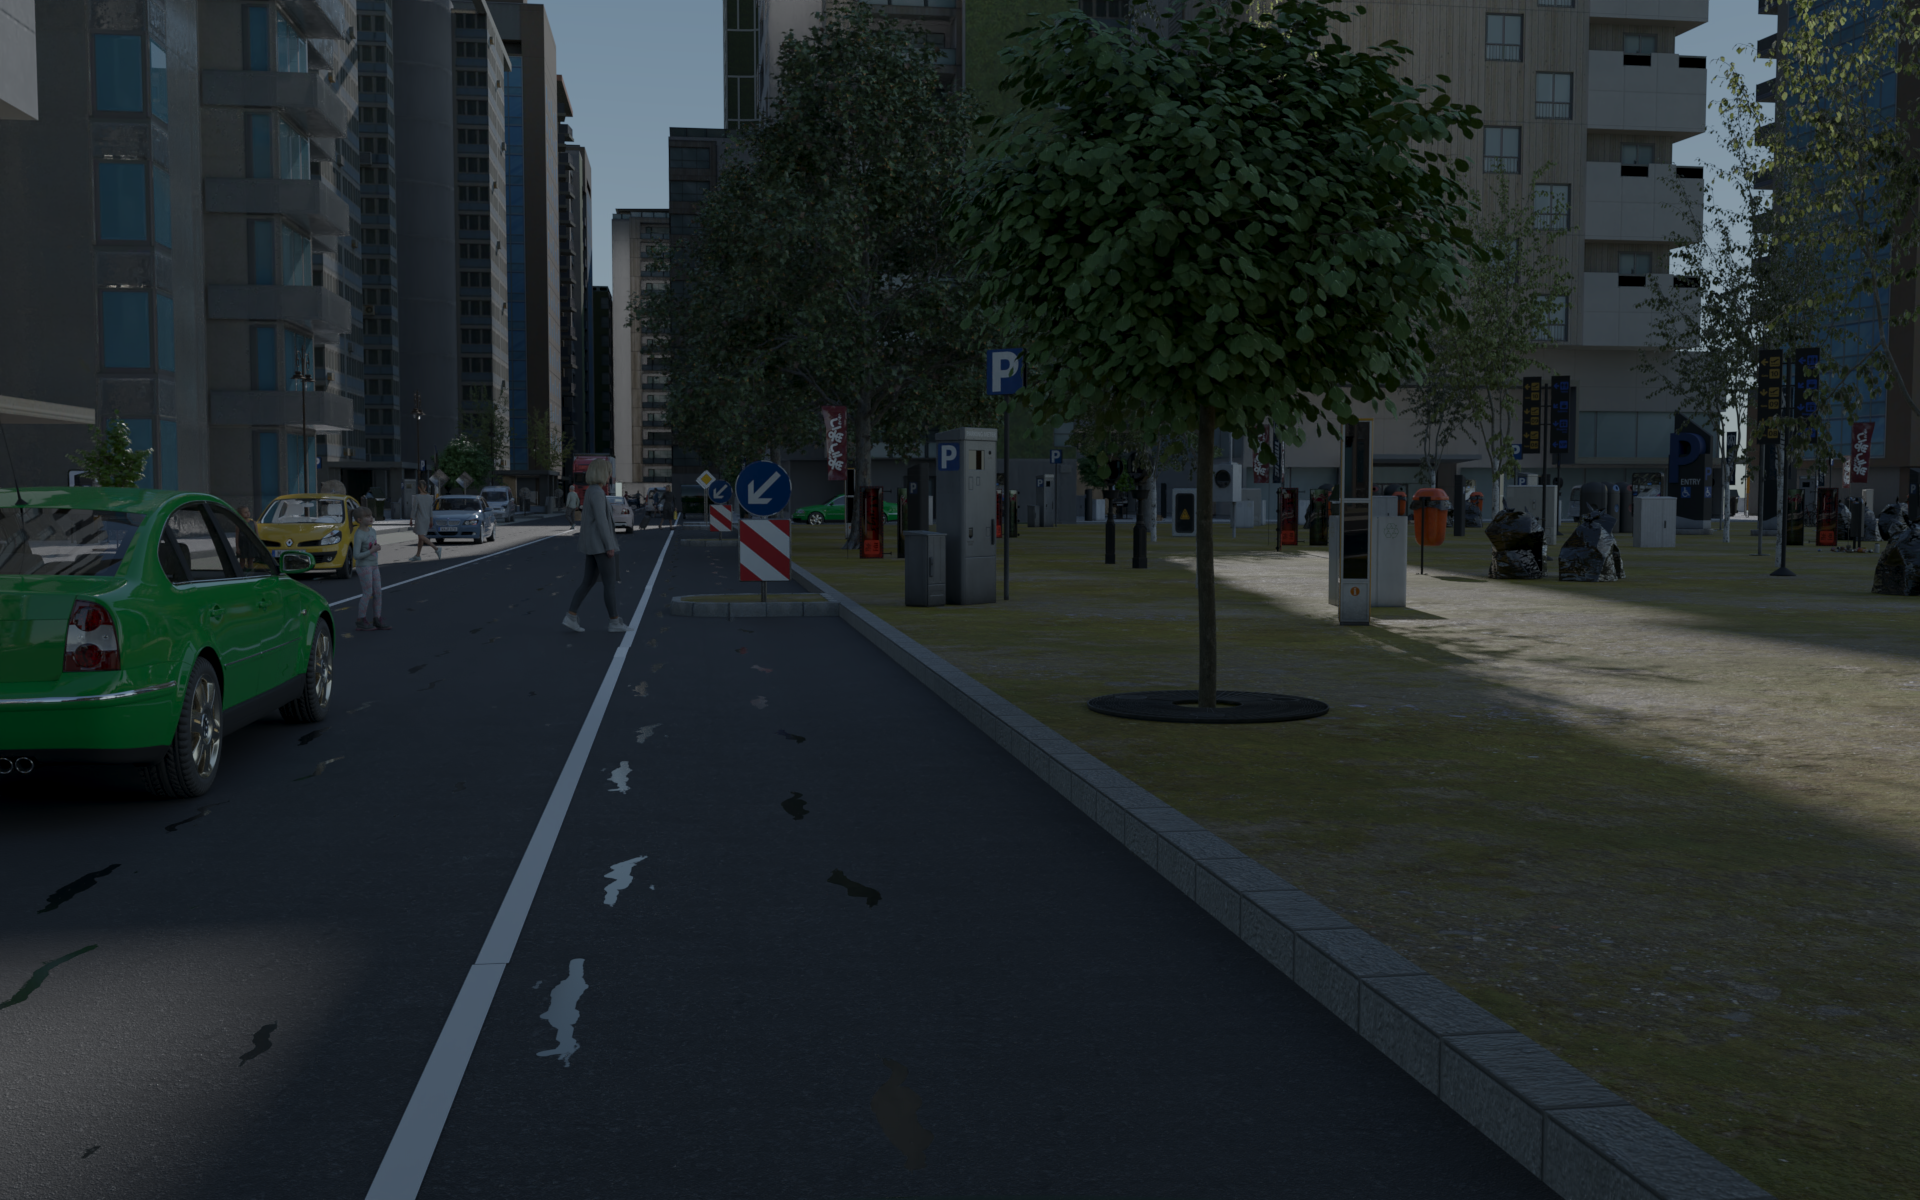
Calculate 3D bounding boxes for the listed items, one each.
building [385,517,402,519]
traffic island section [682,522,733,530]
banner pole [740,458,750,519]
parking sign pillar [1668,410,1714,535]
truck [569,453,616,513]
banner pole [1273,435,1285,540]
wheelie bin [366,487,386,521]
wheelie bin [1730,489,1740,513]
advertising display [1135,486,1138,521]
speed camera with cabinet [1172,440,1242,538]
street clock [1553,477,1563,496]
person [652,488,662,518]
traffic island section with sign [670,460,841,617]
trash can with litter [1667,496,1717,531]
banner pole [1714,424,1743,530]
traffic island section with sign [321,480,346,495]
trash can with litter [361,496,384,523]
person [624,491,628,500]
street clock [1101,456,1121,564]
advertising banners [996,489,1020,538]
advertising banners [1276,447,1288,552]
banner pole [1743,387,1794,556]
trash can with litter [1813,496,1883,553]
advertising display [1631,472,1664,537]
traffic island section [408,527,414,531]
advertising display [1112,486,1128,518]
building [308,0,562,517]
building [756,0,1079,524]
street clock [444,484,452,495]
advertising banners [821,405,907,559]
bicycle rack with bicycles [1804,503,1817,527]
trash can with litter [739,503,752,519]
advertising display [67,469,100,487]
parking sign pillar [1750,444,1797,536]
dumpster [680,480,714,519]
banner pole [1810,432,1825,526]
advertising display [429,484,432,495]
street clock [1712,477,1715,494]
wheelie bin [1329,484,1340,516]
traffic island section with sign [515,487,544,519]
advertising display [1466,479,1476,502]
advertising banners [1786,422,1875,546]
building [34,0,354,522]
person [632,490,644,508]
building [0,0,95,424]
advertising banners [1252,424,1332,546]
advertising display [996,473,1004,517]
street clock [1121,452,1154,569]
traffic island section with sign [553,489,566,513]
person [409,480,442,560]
[{"bbox_3d":[-46.401,-24.585,93.851,32.217,40.220,23.993,-1,4,-9],"label":"building"},{"bbox_3d":[-10.285,-2.950,70.517,2.009,0.180,2.903,-1,4,-9],"label":"traffic island section"},{"bbox_3d":[-10.188,-5.651,82.403,0.863,3.779,0.401,3,5,44],"label":"banner pole"},{"bbox_3d":[23.081,-4.054,54.752,1.447,3.967,1.447,-2,4,-33],"label":"parking sign pillar"},{"bbox_3d":[-25.547,-8.081,121.037,2.839,4.237,11.283,-1,4,-9],"label":"truck"},{"bbox_3d":[9.029,-3.602,48.912,0.401,3.779,0.863,-1,4,-19],"label":"banner pole"},{"bbox_3d":[-27.930,-4.575,82.703,0.693,1.594,0.980,2,4,30],"label":"wheelie bin"},{"bbox_3d":[51.213,-6.548,114.963,0.980,1.594,0.693,0,4,1],"label":"wheelie bin"},{"bbox_3d":[7.068,-3.864,68.386,0.123,1.923,0.974,0,4,-5],"label":"advertising display"},{"bbox_3d":[7.295,-3.482,51.272,2.038,3.252,0.660,3,4,37],"label":"speed camera with cabinet"},{"bbox_3d":[25.765,-4.288,74.674,0.358,2.002,0.471,-1,4,-13],"label":"street clock"},{"bbox_3d":[-18.243,-5.855,104.255,0.654,1.822,0.581,0,4,-8],"label":"person"},{"bbox_3d":[-2.534,-0.766,21.158,1.989,1.847,2.006,-1,4,-9],"label":"traffic island section with sign"},{"bbox_3d":[24.990,-2.993,59.990,2.233,1.210,1.678,2,4,34],"label":"trash can with litter"},{"bbox_3d":[27.043,-4.345,61.065,0.401,3.779,0.863,-1,4,-21],"label":"banner pole"},{"bbox_3d":[-16.859,-2.317,46.503,1.989,1.847,2.006,-1,4,-9],"label":"traffic island section with sign"},{"bbox_3d":[-26.927,-4.119,78.405,1.678,1.210,2.233,-2,4,-29],"label":"trash can with litter"},{"bbox_3d":[-32.800,-9.812,169.648,0.721,1.743,1.217,-3,5,-39],"label":"person"},{"bbox_3d":[2.762,-1.665,31.789,0.471,2.002,0.358,0,4,6],"label":"street clock"},{"bbox_3d":[1.086,-3.307,50.250,0.090,3.025,2.074,3,4,39],"label":"advertising banners"},{"bbox_3d":[7.304,-2.645,39.440,0.090,3.025,2.074,1,4,14],"label":"advertising banners"},{"bbox_3d":[16.812,-2.801,35.816,0.401,3.779,0.863,-2,4,-35],"label":"banner pole"},{"bbox_3d":[19.944,-1.674,38.423,1.678,1.210,2.233,1,4,16],"label":"trash can with litter"},{"bbox_3d":[20.384,-2.823,51.375,0.123,1.923,0.974,-3,4,-36],"label":"advertising display"},{"bbox_3d":[-20.700,-2.851,68.892,2.009,0.180,2.903,-1,4,-9],"label":"traffic island section"},{"bbox_3d":[8.422,-5.272,91.404,0.974,1.923,0.123,-1,4,-21],"label":"advertising display"},{"bbox_3d":[-46.294,-26.563,126.190,32.217,40.220,23.993,-1,4,-9],"label":"building"},{"bbox_3d":[-2.526,-24.481,83.855,14.086,41.232,14.154,-1,4,-9],"label":"building"},{"bbox_3d":[-31.044,-6.149,105.108,0.471,2.002,0.358,2,4,33],"label":"street clock"},{"bbox_3d":[-1.726,-2.331,34.304,2.074,3.025,0.090,-1,4,-16],"label":"advertising banners"},{"bbox_3d":[32.955,-3.323,67.719,2.925,0.926,2.852,0,4,0],"label":"bicycle rack with bicycles"},{"bbox_3d":[-10.415,-4.488,84.760,0.624,1.170,1.055,-2,4,-27],"label":"trash can with litter"},{"bbox_3d":[-22.753,-2.449,45.251,0.974,1.923,0.123,-2,4,-33],"label":"advertising display"},{"bbox_3d":[25.161,-3.964,53.283,1.447,3.967,1.447,-1,4,-10],"label":"parking sign pillar"},{"bbox_3d":[-14.950,-5.744,98.868,1.985,2.255,1.502,-1,4,-9],"label":"dumpster"},{"bbox_3d":[34.409,-4.853,69.363,0.401,3.779,0.863,0,4,-3],"label":"banner pole"},{"bbox_3d":[-35.902,-6.804,116.461,0.974,1.923,0.123,2,4,27],"label":"advertising display"},{"bbox_3d":[31.011,-4.109,71.753,0.471,2.002,0.358,2,4,25],"label":"street clock"},{"bbox_3d":[12.130,-2.875,54.916,0.693,1.594,0.980,-3,5,-44],"label":"wheelie bin"},{"bbox_3d":[-25.553,-5.702,101.862,1.989,1.847,2.006,-1,4,-9],"label":"traffic island section with sign"},{"bbox_3d":[22.300,-4.347,76.292,0.974,1.923,0.123,-2,4,-26],"label":"advertising display"},{"bbox_3d":[21.309,-2.837,42.568,2.074,3.025,0.090,3,5,41],"label":"advertising banners"},{"bbox_3d":[-36.287,-26.596,54.451,30.456,49.044,23.786,-1,4,-9],"label":"building"},{"bbox_3d":[-32.918,-10.314,177.221,1.350,1.814,0.705,-1,4,-18],"label":"person"},{"bbox_3d":[-29.754,-26.373,20.435,28.713,52.752,27.495,-1,4,-9],"label":"building"},{"bbox_3d":[8.221,-2.873,43.154,2.074,3.025,0.090,1,4,20],"label":"advertising banners"},{"bbox_3d":[1.099,-2.929,53.109,0.974,1.923,0.123,3,5,43],"label":"advertising display"},{"bbox_3d":[3.102,-1.545,29.835,0.358,2.002,0.471,-2,4,-33],"label":"street clock"},{"bbox_3d":[-29.786,-7.349,128.792,1.989,1.847,2.006,-1,4,-9],"label":"traffic island section with sign"},{"bbox_3d":[-11.530,-1.717,37.325,0.760,1.731,0.466,0,4,1],"label":"person"}]
